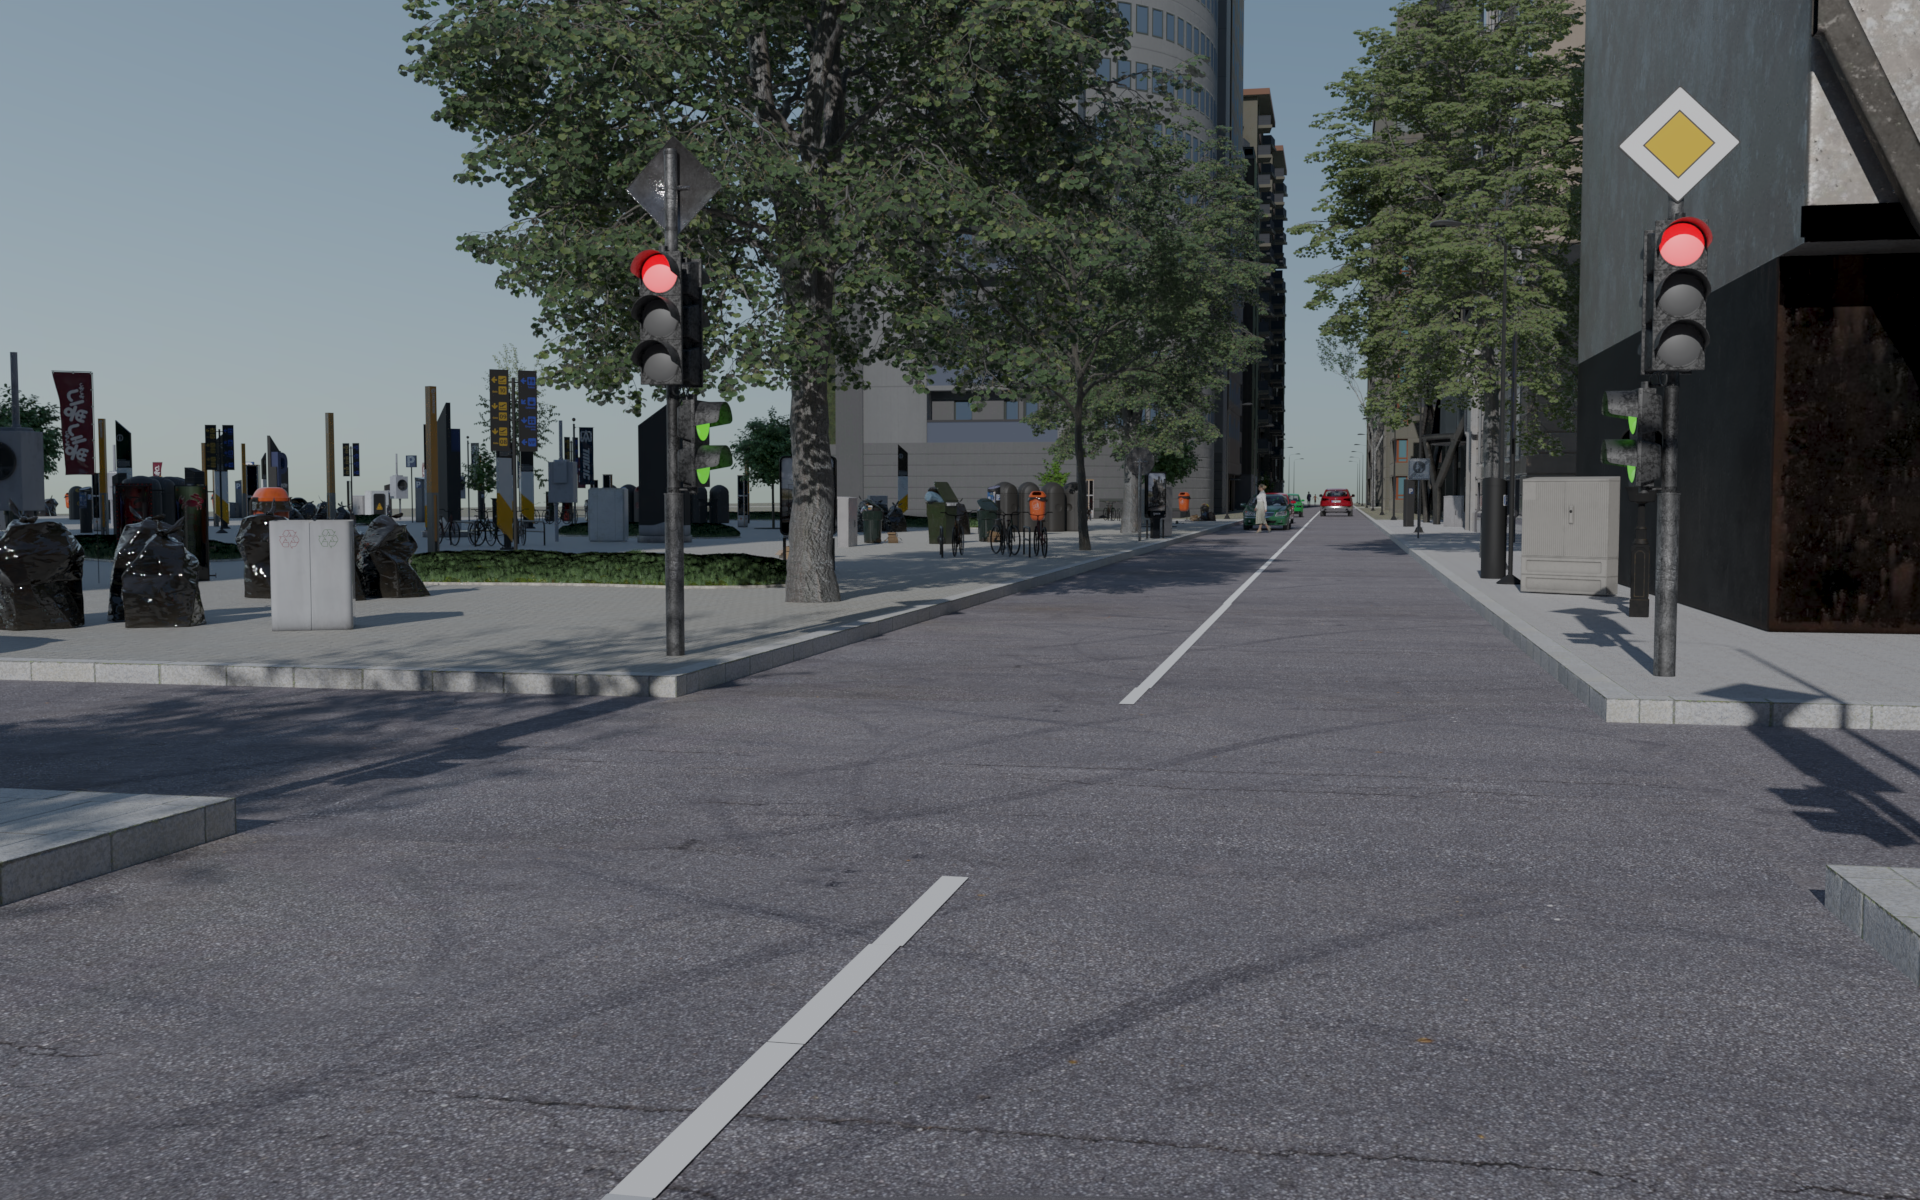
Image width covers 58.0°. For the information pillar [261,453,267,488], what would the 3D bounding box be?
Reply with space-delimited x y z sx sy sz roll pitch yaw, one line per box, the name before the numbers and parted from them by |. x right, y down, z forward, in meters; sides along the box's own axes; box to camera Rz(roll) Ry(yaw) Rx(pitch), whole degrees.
information pillar | -39.143 -6.490 97.462 0.183 3.616 0.504 0 4 5

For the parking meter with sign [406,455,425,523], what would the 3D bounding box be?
parking meter with sign | -24.312 -5.031 78.519 0.543 3.016 1.738 1 4 21

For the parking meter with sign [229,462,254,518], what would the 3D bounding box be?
parking meter with sign | -38.414 -5.890 92.570 0.543 3.016 1.738 1 4 9

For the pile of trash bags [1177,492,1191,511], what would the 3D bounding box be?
pile of trash bags | 9.849 -4.612 85.156 3.447 1.369 1.912 3 5 41

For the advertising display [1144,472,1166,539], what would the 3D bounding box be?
advertising display | 5.648 -2.744 50.084 0.123 1.923 0.974 3 5 40

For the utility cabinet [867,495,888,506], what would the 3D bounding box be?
utility cabinet | -4.094 -4.586 86.149 1.020 1.237 0.306 -2 4 -33

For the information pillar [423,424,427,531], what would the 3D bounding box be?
information pillar | -17.875 -4.092 58.258 0.183 3.616 0.504 1 4 11

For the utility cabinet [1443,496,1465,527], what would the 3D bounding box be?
utility cabinet | 19.346 -3.457 67.678 0.306 1.237 1.020 -2 4 -26

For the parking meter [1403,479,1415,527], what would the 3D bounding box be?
parking meter | 17.598 -3.802 67.870 0.399 1.863 0.255 -1 4 -20

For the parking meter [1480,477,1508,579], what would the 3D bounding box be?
parking meter | 8.104 -1.093 26.277 0.372 1.533 0.369 0 3 0

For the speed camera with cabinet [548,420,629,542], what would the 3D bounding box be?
speed camera with cabinet | -10.021 -3.203 46.705 2.038 3.252 0.660 0 3 0

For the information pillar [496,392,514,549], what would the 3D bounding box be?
information pillar | -10.447 -2.957 39.708 0.183 3.616 0.504 1 4 22

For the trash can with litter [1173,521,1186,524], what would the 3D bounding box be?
trash can with litter | 8.692 -3.855 74.091 2.233 1.210 1.678 -1 4 -14

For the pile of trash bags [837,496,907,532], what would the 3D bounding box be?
pile of trash bags | -3.616 -2.998 58.768 3.447 1.369 1.912 -1 4 -23

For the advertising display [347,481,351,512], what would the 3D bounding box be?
advertising display | -29.540 -4.806 83.786 0.123 1.923 0.974 -1 4 -13

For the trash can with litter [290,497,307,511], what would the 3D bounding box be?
trash can with litter | -22.985 -2.996 60.376 0.624 1.170 1.055 0 4 -3

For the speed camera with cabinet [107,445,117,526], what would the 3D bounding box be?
speed camera with cabinet | -33.212 -4.610 69.706 2.038 3.252 0.660 -1 4 -10

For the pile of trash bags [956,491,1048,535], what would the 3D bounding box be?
pile of trash bags | 1.091 -2.765 54.963 3.447 1.369 1.912 1 4 14

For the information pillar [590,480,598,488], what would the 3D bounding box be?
information pillar | -18.814 -5.175 89.097 0.304 2.012 0.304 3 4 39

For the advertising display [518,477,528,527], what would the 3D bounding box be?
advertising display | -16.634 -3.742 66.395 0.123 1.923 0.974 -3 5 -41

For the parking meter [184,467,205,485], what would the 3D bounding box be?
parking meter | -16.650 -1.958 37.732 0.399 1.863 0.255 2 4 28

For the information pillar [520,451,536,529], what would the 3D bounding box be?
information pillar | -16.017 -4.453 64.162 0.504 3.616 0.183 -1 4 -21

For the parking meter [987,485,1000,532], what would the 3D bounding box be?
parking meter | 0.970 -2.517 49.559 0.372 1.533 0.369 0 3 0

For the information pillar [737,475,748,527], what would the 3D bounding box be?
information pillar | -8.392 -3.815 66.866 0.304 2.012 0.304 1 4 21

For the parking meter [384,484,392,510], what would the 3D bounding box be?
parking meter | -31.951 -5.566 96.711 0.399 1.863 0.255 -3 4 -36

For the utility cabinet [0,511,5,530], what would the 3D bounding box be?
utility cabinet | -34.120 -3.106 61.938 0.306 1.237 1.020 1 4 15

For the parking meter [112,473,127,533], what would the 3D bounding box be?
parking meter | -23.147 -2.570 47.734 0.399 1.863 0.255 3 4 36

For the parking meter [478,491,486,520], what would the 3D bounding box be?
parking meter | -24.047 -4.810 87.058 0.372 1.533 0.369 0 3 0

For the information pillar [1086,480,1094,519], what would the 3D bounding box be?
information pillar | 6.628 -5.139 88.521 0.304 2.012 0.304 -2 4 -26

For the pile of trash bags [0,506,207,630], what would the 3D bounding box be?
pile of trash bags | -9.218 -0.443 16.998 3.447 1.369 1.912 -1 4 -16

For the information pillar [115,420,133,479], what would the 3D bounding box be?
information pillar | -26.472 -3.884 54.855 0.504 3.616 0.183 0 4 2

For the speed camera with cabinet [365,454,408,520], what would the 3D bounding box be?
speed camera with cabinet | -27.825 -5.486 84.027 0.660 3.252 2.038 3 5 40

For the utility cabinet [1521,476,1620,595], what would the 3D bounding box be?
utility cabinet | 7.766 -0.820 22.082 0.318 1.500 1.173 -3 5 -42

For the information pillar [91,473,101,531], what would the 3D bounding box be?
information pillar | -29.587 -3.365 59.506 0.304 2.012 0.304 0 4 8

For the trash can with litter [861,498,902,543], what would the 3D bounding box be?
trash can with litter | -2.053 -2.072 45.265 1.055 1.170 0.624 -1 4 -9

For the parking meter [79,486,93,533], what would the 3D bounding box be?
parking meter | -28.795 -2.975 57.051 0.372 1.533 0.369 0 3 0

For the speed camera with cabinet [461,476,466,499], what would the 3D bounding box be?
speed camera with cabinet | -24.600 -5.429 83.104 0.660 3.252 2.038 1 4 23

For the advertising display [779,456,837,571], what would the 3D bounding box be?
advertising display | -2.548 -1.462 29.113 0.974 1.923 0.123 1 4 11

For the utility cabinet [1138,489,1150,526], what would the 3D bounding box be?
utility cabinet | 7.757 -3.725 69.587 1.173 1.500 0.318 2 4 25

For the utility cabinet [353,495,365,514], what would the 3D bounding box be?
utility cabinet | -32.638 -5.070 94.061 1.020 1.237 0.306 2 4 35

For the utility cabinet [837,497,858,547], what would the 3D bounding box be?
utility cabinet | -2.744 -1.908 42.361 0.306 1.237 1.020 1 4 9

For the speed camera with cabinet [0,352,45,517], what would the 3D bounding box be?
speed camera with cabinet | -13.866 -1.817 24.051 2.038 3.252 0.660 0 4 3

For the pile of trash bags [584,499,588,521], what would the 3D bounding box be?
pile of trash bags | -17.312 -4.557 84.259 1.912 1.369 3.447 -1 4 -10

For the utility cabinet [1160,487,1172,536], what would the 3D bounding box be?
utility cabinet | 6.098 -2.658 52.132 0.318 1.500 1.173 1 4 20

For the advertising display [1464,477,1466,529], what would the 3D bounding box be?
advertising display | 19.024 -3.591 63.919 0.123 1.923 0.974 -2 4 -35

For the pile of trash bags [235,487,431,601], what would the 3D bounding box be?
pile of trash bags | -8.247 -0.752 22.042 1.912 1.369 3.447 -3 5 -43

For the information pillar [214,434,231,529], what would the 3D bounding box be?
information pillar | -27.206 -4.432 63.812 0.504 3.616 0.183 -3 5 -41
